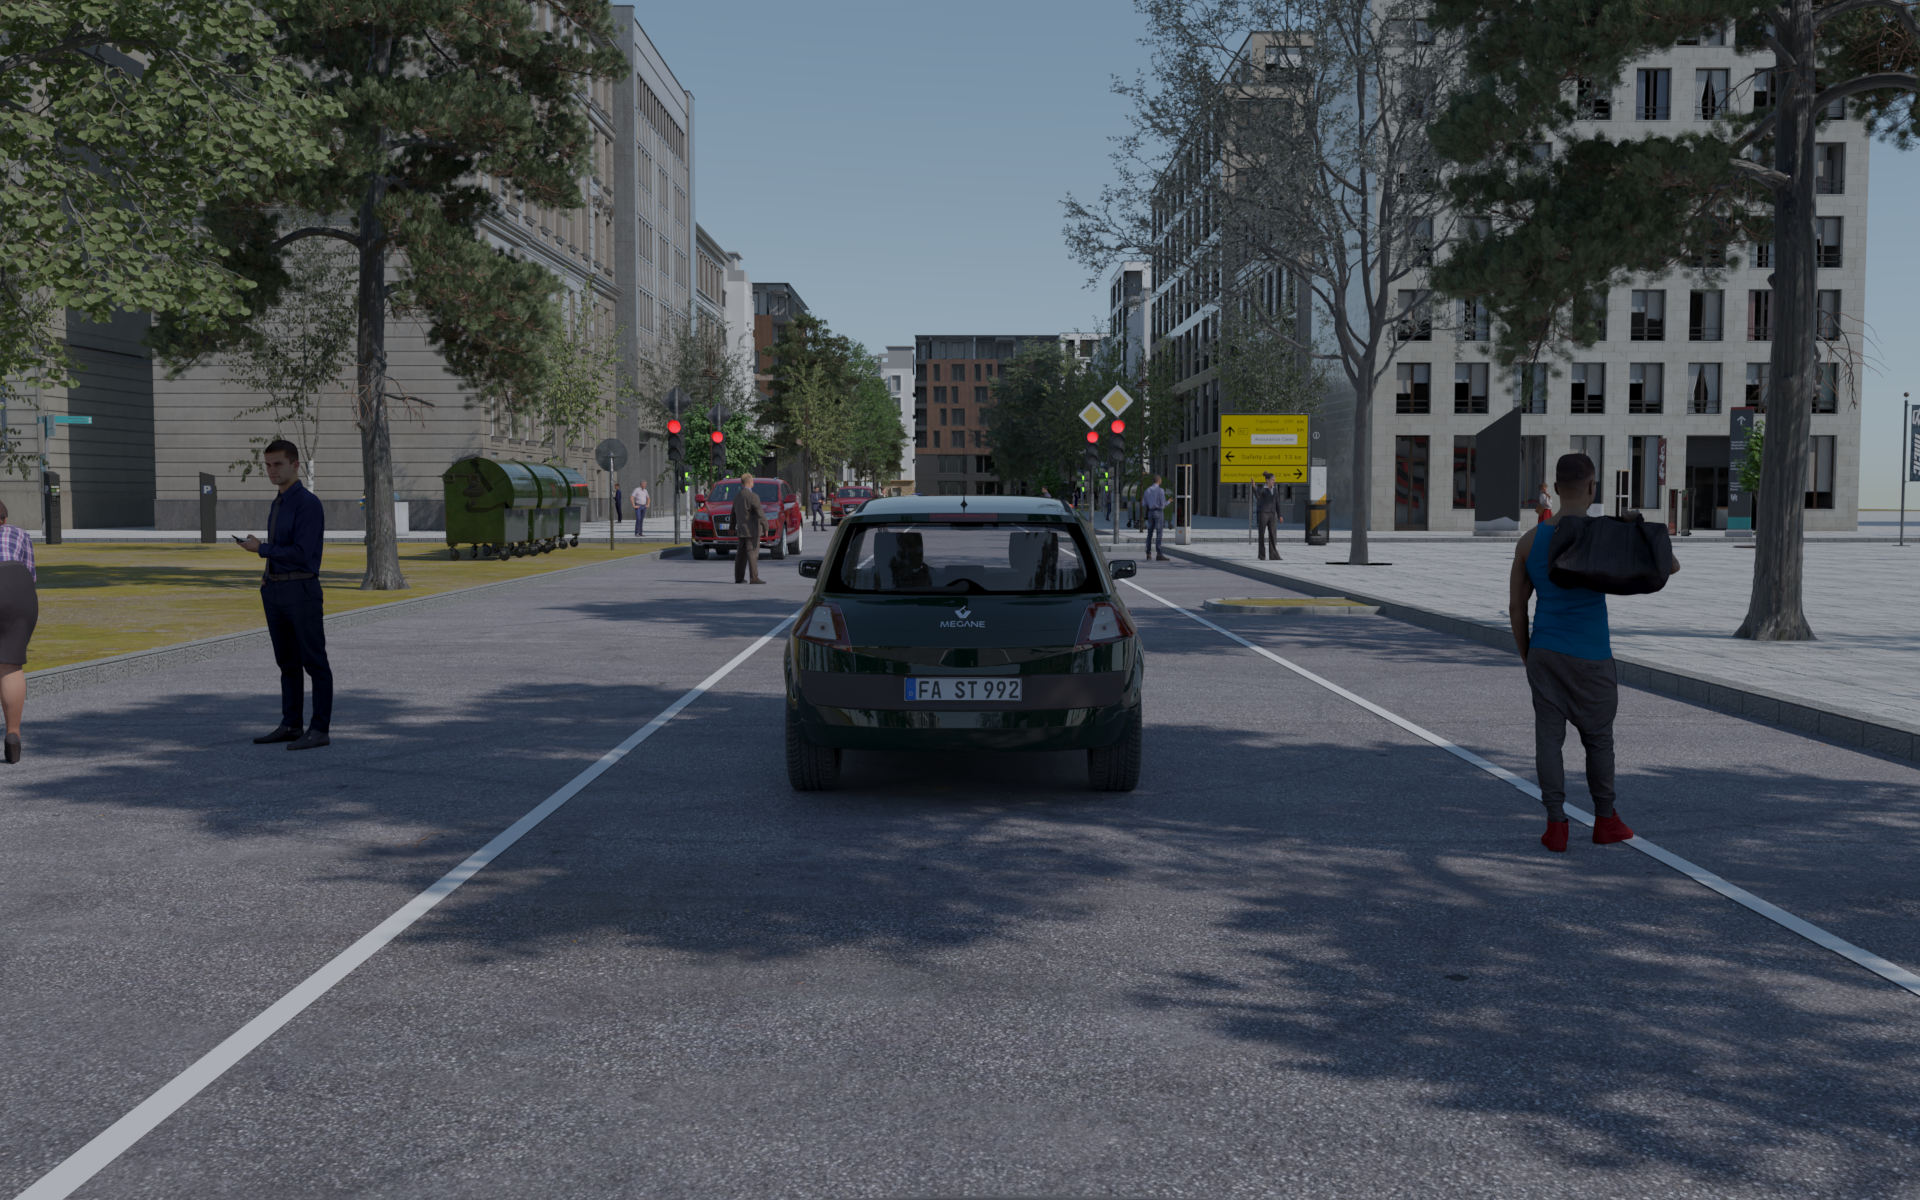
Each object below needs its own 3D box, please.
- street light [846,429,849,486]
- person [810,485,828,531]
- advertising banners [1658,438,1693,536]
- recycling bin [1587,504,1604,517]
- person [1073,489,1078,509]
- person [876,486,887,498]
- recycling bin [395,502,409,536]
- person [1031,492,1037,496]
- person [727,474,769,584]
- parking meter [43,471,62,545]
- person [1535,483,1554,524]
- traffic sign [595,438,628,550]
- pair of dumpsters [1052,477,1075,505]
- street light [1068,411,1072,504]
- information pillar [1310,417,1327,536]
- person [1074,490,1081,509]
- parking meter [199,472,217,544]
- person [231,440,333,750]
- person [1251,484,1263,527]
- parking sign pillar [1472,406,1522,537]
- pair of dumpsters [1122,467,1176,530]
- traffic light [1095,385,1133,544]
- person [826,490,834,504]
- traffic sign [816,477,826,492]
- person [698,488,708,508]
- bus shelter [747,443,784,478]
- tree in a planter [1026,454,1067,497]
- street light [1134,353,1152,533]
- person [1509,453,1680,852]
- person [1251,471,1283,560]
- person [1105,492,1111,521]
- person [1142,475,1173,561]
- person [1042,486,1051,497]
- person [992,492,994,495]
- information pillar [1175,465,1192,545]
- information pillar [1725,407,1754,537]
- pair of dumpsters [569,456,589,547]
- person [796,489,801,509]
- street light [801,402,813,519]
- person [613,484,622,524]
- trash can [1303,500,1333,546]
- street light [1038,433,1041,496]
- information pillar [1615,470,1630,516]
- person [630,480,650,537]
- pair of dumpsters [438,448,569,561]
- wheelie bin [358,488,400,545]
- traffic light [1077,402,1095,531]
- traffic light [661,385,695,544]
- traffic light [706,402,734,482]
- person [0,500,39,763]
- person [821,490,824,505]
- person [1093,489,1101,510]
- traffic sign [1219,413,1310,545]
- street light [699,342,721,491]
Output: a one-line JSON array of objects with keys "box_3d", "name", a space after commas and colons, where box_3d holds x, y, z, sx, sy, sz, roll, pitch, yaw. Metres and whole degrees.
[{"box_3d": [-7.913, -9.138, 122.200, 0.468, 5.910, 1.993, 0, 4, 0], "name": "street light"}, {"box_3d": [-5.390, -3.518, 66.460, 0.683, 1.767, 0.568, -3, 5, -41], "name": "person"}, {"box_3d": [22.059, -3.505, 53.501, 0.090, 3.025, 2.074, 0, 4, -6], "name": "advertising banners"}, {"box_3d": [16.087, -1.952, 44.469, 0.722, 1.027, 0.722, 1, 4, 12], "name": "recycling bin"}, {"box_3d": [9.794, -8.585, 147.071, 0.551, 1.740, 0.621, 1, 4, 10], "name": "person"}, {"box_3d": [-2.889, -3.385, 64.652, 0.445, 1.727, 0.742, 1, 4, 10], "name": "person"}, {"box_3d": [-17.482, -2.495, 53.343, 0.722, 1.027, 0.722, 3, 5, 41], "name": "recycling bin"}, {"box_3d": [8.676, -11.800, 198.990, 1.348, 1.822, 0.705, 2, 4, 24], "name": "person"}, {"box_3d": [-3.372, -1.142, 27.719, 0.434, 1.755, 0.990, -3, 5, -43], "name": "person"}, {"box_3d": [-23.027, -2.339, 43.957, 0.399, 1.863, 0.255, 3, 4, 38], "name": "parking meter"}, {"box_3d": [12.742, -1.789, 37.753, 0.387, 1.526, 0.523, 2, 4, 28], "name": "person"}, {"box_3d": [-7.958, -2.412, 39.550, 0.768, 2.556, 0.104, 0, 4, 7], "name": "traffic sign"}, {"box_3d": [5.915, -6.114, 102.460, 1.574, 2.255, 4.436, 0, 4, 0], "name": "pair of dumpsters"}, {"box_3d": [5.841, -7.277, 91.765, 0.468, 5.910, 1.993, 0, 4, 0], "name": "street light"}, {"box_3d": [10.875, -3.747, 52.620, 0.504, 3.616, 0.183, -1, 4, -9], "name": "information pillar"}, {"box_3d": [7.875, -6.580, 116.003, 0.546, 1.535, 0.453, -2, 4, -28], "name": "person"}, {"box_3d": [-19.507, -2.401, 44.973, 0.399, 1.863, 0.255, -1, 4, -17], "name": "parking meter"}, {"box_3d": [-3.854, -0.039, 9.837, 0.576, 1.737, 0.504, 2, 4, 34], "name": "person"}, {"box_3d": [11.612, -3.696, 67.296, 0.655, 1.722, 0.431, -1, 4, -13], "name": "person"}, {"box_3d": [16.285, -3.909, 52.390, 1.447, 3.967, 1.447, 2, 4, 24], "name": "parking sign pillar"}, {"box_3d": [6.995, -3.758, 63.937, 1.574, 2.255, 4.436, 0, 4, 0], "name": "pair of dumpsters"}, {"box_3d": [3.970, -3.356, 44.120, 0.839, 4.213, 0.868, 0, 4, 0], "name": "traffic light"}, {"box_3d": [-9.122, -7.151, 124.915, 0.963, 1.587, 0.435, -2, 4, -30], "name": "person"}, {"box_3d": [-9.862, -7.445, 121.732, 0.884, 2.594, 0.081, 0, 4, 5], "name": "traffic sign"}, {"box_3d": [-12.206, -4.548, 82.622, 0.614, 1.554, 0.590, -2, 4, -25], "name": "person"}, {"box_3d": [-9.568, -5.605, 82.930, 1.731, 3.624, 6.357, 0, 4, 0], "name": "bus shelter"}, {"box_3d": [3.884, -4.889, 77.158, 1.991, 3.239, 1.994, 0, 4, 0], "name": "tree in a planter"}, {"box_3d": [6.001, -5.159, 57.131, 0.468, 5.910, 1.993, 0, 4, 0], "name": "street light"}, {"box_3d": [2.542, 0.208, 6.962, 0.647, 1.594, 0.662, 2, 4, 25], "name": "person"}, {"box_3d": [5.898, -1.620, 33.326, 0.445, 1.727, 0.742, 3, 4, 36], "name": "person"}, {"box_3d": [7.062, -4.520, 81.896, 0.435, 1.587, 0.963, 1, 4, 18], "name": "person"}, {"box_3d": [4.297, -1.771, 37.325, 0.599, 1.838, 0.709, -3, 5, -44], "name": "person"}, {"box_3d": [2.913, -3.016, 58.735, 0.530, 1.710, 0.541, 2, 4, 34], "name": "person"}, {"box_3d": [2.436, -6.949, 124.332, 0.499, 1.552, 0.429, 2, 4, 28], "name": "person"}, {"box_3d": [5.609, -2.387, 43.517, 0.304, 2.012, 0.304, 2, 4, 32], "name": "information pillar"}, {"box_3d": [23.261, -3.806, 51.610, 0.750, 3.857, 0.750, 2, 4, 25], "name": "information pillar"}, {"box_3d": [-9.683, -2.267, 39.554, 1.574, 2.255, 4.436, 0, 3, 0], "name": "pair of dumpsters"}, {"box_3d": [-13.472, -8.444, 144.766, 0.621, 1.740, 0.551, 0, 4, -5], "name": "person"}, {"box_3d": [-7.738, -7.020, 87.567, 0.468, 5.910, 1.993, 0, 4, 0], "name": "street light"}, {"box_3d": [-14.947, -4.198, 75.390, 0.504, 1.737, 0.576, -2, 4, -24], "name": "person"}, {"box_3d": [8.903, -1.927, 43.152, 0.748, 1.137, 0.748, 0, 3, 0], "name": "trash can"}, {"box_3d": [5.808, -9.426, 126.906, 0.468, 5.910, 1.993, 0, 4, 0], "name": "street light"}, {"box_3d": [20.179, -2.953, 52.770, 0.304, 2.012, 0.304, 0, 4, -6], "name": "information pillar"}, {"box_3d": [-9.571, -2.761, 52.130, 0.756, 1.711, 0.436, -3, 5, -45], "name": "person"}, {"box_3d": [-9.270, -1.993, 35.081, 1.574, 2.255, 4.436, 0, 4, 0], "name": "pair of dumpsters"}, {"box_3d": [-14.492, -2.164, 43.293, 0.980, 1.594, 0.693, -2, 4, -31], "name": "wheelie bin"}, {"box_3d": [3.942, -3.845, 52.105, 0.839, 4.213, 0.868, 0, 4, 0], "name": "traffic light"}, {"box_3d": [-7.191, -3.353, 44.065, 0.839, 4.213, 0.868, 0, 4, 0], "name": "traffic light"}, {"box_3d": [-7.219, -3.841, 52.050, 0.839, 4.213, 0.868, 0, 4, 0], "name": "traffic light"}, {"box_3d": [-5.160, 0.152, 9.253, 0.421, 1.427, 0.697, -2, 4, -31], "name": "person"}, {"box_3d": [-15.541, -11.578, 196.278, 0.436, 1.711, 0.756, 1, 4, 20], "name": "person"}, {"box_3d": [10.915, -8.156, 139.406, 0.705, 1.822, 1.348, 2, 4, 31], "name": "person"}, {"box_3d": [7.647, -3.043, 43.619, 2.265, 3.308, 0.079, 0, 4, 0], "name": "traffic sign"}, {"box_3d": [-7.596, -4.895, 52.822, 0.468, 5.910, 1.993, 0, 4, 0], "name": "street light"}]
